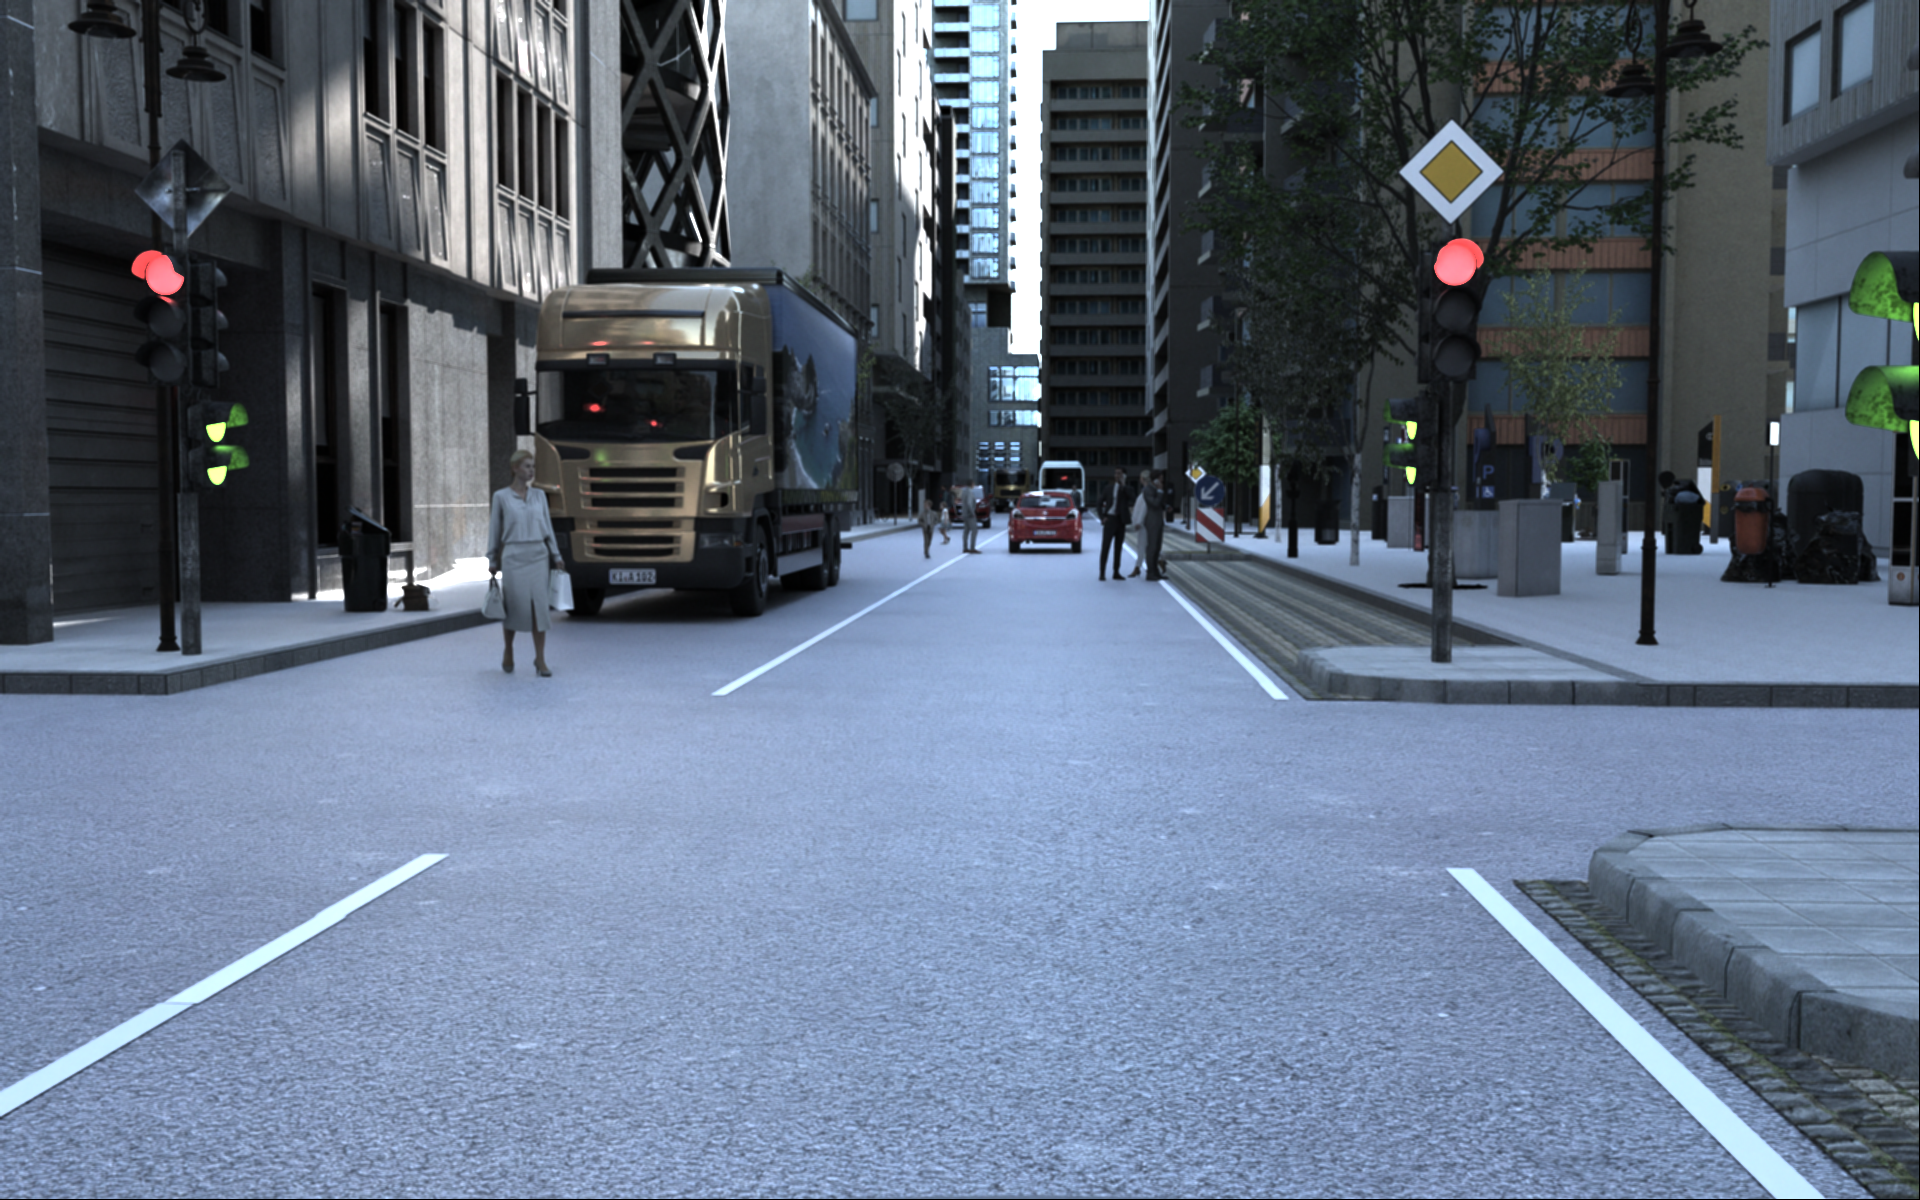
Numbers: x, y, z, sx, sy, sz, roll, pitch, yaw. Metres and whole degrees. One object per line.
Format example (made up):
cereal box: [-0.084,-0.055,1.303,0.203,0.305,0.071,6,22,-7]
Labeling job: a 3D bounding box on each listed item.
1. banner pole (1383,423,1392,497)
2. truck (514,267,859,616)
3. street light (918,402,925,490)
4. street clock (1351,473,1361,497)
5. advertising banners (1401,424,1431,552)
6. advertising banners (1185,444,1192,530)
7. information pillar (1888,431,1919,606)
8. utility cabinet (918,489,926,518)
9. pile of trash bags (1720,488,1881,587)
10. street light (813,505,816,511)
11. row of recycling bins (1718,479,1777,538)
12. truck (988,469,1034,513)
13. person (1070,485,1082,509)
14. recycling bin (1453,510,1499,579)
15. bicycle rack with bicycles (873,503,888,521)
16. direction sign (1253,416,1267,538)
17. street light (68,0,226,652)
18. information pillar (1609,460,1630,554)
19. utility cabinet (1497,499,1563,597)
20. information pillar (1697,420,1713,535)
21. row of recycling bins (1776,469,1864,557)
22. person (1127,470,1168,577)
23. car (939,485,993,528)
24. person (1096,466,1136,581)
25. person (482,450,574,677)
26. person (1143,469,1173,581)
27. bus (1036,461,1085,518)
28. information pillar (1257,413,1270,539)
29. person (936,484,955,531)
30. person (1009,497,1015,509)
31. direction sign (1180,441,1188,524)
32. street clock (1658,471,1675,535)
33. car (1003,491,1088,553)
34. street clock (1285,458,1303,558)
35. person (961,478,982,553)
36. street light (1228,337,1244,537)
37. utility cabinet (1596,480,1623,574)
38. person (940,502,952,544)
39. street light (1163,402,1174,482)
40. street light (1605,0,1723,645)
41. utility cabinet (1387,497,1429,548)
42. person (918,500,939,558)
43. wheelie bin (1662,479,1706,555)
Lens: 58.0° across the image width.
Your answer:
banner pole: [13.892,-4.053,56.279,0.401,3.779,0.863,0,4,-6]
truck: [-3.276,-2.132,23.770,2.839,4.237,11.283,0,4,3]
street light: [-1.929,-7.009,87.377,0.468,5.910,1.993,0,4,4]
street clock: [12.693,-3.119,55.566,0.358,2.002,0.471,2,4,25]
advertising banners: [10.307,-2.604,38.769,0.090,3.025,2.074,-1,4,-10]
advertising banners: [8.150,-4.004,61.650,0.090,3.025,2.074,0,4,3]
information pillar: [10.917,-0.941,19.882,0.304,2.012,0.304,-2,4,-26]
utility cabinet: [-1.775,-4.394,80.520,0.318,1.500,1.173,0,4,1]
pile of trash bags: [11.957,-0.935,25.037,1.912,1.369,3.447,3,5,43]
street light: [-4.267,-4.770,50.782,0.468,5.910,1.993,0,4,4]
row of recycling bins: [22.926,-2.618,49.923,1.069,1.692,3.534,0,4,0]
truck: [4.025,-8.432,133.783,3.469,3.379,9.791,0,4,3]
person: [4.735,-3.883,72.168,0.661,1.801,0.590,3,5,44]
recycling bin: [7.746,-0.850,26.457,0.722,1.027,0.722,3,5,44]
bicycle rack with bicycles: [-4.993,-4.168,81.536,2.852,0.926,2.925,-2,4,-28]
direction sign: [8.827,-3.606,50.963,0.379,3.537,0.876,-1,4,-12]
street light: [-6.482,-2.521,14.004,0.468,5.910,1.993,0,4,4]
information pillar: [14.112,-1.995,37.115,0.304,2.012,0.304,-3,5,-40]
utility cabinet: [7.206,-0.657,21.908,1.020,1.237,0.306,-3,5,-40]
information pillar: [23.164,-3.817,53.768,0.504,3.616,0.183,1,4,10]
row of recycling bins: [15.029,-1.399,29.987,1.069,1.692,3.534,2,4,33]
person: [3.263,-1.319,29.948,0.818,1.842,0.514,-1,4,-16]
car: [0.284,-3.988,73.871,2.281,1.827,5.304,0,4,2]
person: [2.612,-1.288,28.917,0.648,1.900,0.474,-1,4,-10]
person: [-3.444,-0.300,13.764,0.694,1.780,0.624,-1,4,-18]
person: [3.300,-1.250,28.744,0.447,1.846,0.655,2,4,24]
bus: [6.004,-6.666,103.842,2.948,3.499,13.247,0,4,2]
information pillar: [8.809,-3.591,50.072,0.183,3.616,0.504,3,5,39]
person: [-0.597,-3.545,66.452,0.713,1.824,0.794,2,4,24]
person: [2.611,-4.501,86.369,0.394,1.301,0.425,-3,4,-36]
direction sign: [9.682,-5.052,74.600,0.379,3.537,0.876,1,4,20]
street clock: [22.178,-3.048,54.413,0.471,2.002,0.358,1,4,12]
car: [2.151,-2.110,43.535,2.155,1.783,4.494,0,4,3]
street clock: [6.737,-1.861,35.000,0.358,2.002,0.471,1,4,17]
person: [0.226,-2.039,41.939,0.391,1.810,0.635,-2,4,-28]
street light: [8.184,-4.792,51.133,0.468,5.910,1.993,0,4,4]
utility cabinet: [10.455,-1.176,27.899,0.318,1.500,1.173,2,4,25]
person: [-0.383,-2.197,49.436,0.382,1.210,0.505,0,4,-8]
street light: [10.504,-7.008,87.371,0.468,5.910,1.993,0,4,4]
street light: [5.867,-2.558,14.614,0.468,5.910,1.993,0,4,4]
utility cabinet: [10.694,-1.837,41.190,1.020,1.237,0.306,1,4,16]
person: [-0.703,-1.595,38.844,0.475,1.303,0.640,-1,4,-18]
wheelie bin: [15.380,-1.769,36.828,0.693,1.594,0.980,-1,4,-13]
